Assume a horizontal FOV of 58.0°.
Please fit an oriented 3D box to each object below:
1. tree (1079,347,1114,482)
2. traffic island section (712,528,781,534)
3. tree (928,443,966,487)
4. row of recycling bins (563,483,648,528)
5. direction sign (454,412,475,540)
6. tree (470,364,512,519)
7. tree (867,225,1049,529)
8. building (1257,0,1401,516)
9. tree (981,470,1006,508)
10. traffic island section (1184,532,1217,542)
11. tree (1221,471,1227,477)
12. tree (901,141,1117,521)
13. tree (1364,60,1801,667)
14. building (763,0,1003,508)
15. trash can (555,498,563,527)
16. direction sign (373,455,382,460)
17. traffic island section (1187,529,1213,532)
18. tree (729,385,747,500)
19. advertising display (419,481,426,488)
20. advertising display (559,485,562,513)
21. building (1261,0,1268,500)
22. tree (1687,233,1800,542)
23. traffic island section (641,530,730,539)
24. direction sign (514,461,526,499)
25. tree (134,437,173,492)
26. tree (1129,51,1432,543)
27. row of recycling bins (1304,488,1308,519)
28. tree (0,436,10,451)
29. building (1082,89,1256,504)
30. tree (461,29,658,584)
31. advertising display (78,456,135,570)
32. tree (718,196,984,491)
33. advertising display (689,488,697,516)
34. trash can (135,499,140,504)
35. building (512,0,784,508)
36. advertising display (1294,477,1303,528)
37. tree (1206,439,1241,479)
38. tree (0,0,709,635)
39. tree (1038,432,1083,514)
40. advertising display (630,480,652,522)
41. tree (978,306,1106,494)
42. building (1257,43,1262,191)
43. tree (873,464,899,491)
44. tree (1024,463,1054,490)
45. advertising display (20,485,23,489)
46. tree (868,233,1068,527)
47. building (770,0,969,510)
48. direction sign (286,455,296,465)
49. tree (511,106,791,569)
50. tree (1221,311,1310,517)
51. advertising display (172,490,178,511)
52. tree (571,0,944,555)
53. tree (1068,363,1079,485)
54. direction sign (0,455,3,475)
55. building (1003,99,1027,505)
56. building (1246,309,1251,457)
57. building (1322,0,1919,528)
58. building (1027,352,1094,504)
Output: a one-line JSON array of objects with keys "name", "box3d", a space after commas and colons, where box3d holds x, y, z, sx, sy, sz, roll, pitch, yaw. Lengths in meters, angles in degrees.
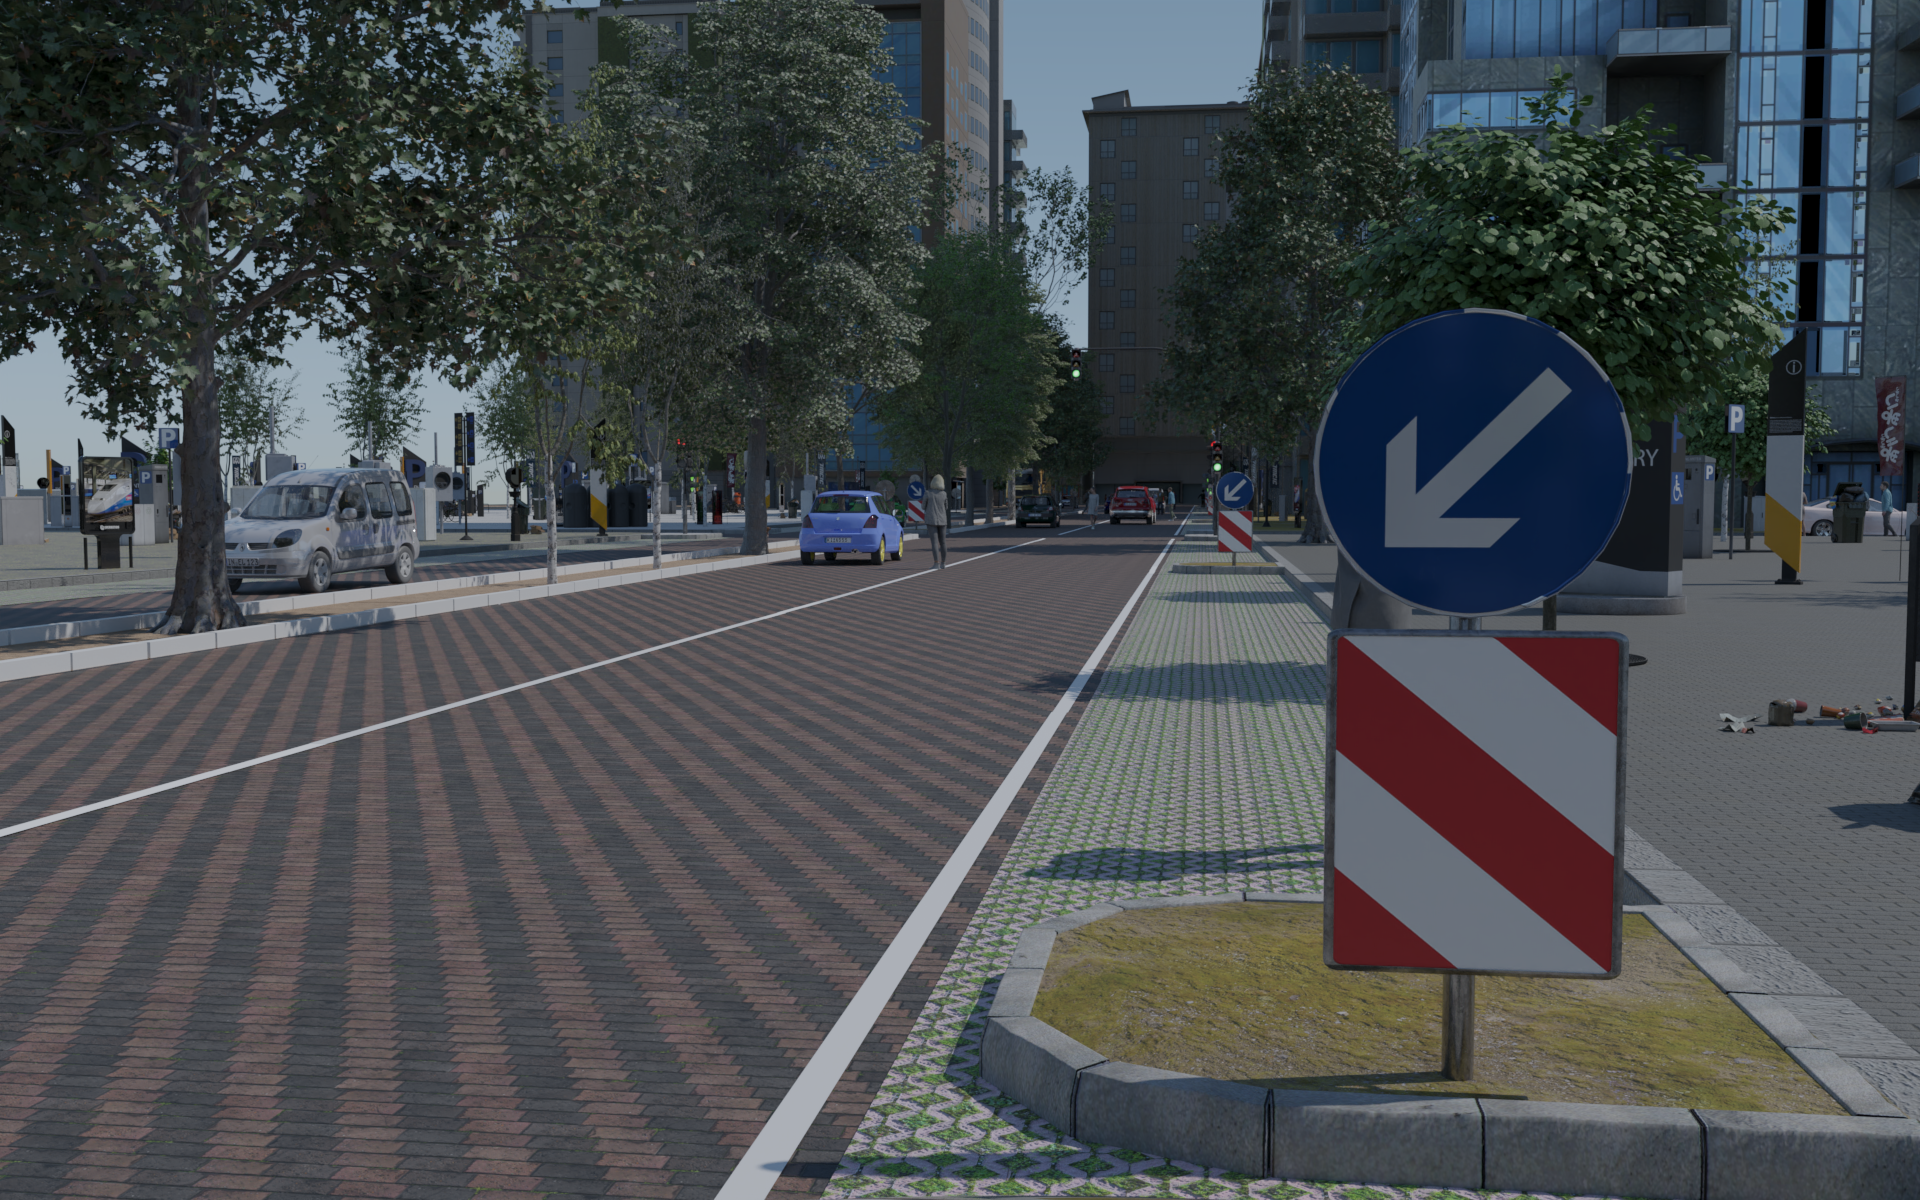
[{"name": "tree", "box3d": [6.574, -12.078, 118.065, 7.486, 12.596, 7.792, 0, 3, 0]}, {"name": "traffic island section", "box3d": [-7.777, -2.538, 63.778, 2.009, 0.180, 2.903, 0, 4, 8]}, {"name": "tree", "box3d": [-0.879, -11.313, 135.328, 4.360, 8.622, 3.978, 0, 3, 0]}, {"name": "row of recycling bins", "box3d": [-13.598, -3.646, 66.719, 3.534, 1.692, 1.069, -3, 5, -43]}, {"name": "direction sign", "box3d": [-13.742, -3.432, 48.112, 0.876, 3.537, 0.379, 3, 4, 38]}, {"name": "tree", "box3d": [-23.592, -8.549, 90.136, 4.360, 8.622, 3.978, 0, 3, 0]}, {"name": "tree", "box3d": [-0.428, -8.433, 66.092, 9.928, 11.665, 9.643, 0, 3, 0]}, {"name": "building", "box3d": [31.245, -30.182, 113.080, 23.786, 49.044, 30.456, 0, 4, 8]}, {"name": "tree", "box3d": [3.613, -10.735, 159.232, 4.285, 4.588, 4.351, 0, 3, 0]}, {"name": "traffic island section", "box3d": [7.943, -1.911, 53.518, 2.009, 0.180, 2.903, 0, 4, 8]}, {"name": "tree", "box3d": [6.478, -2.471, 24.109, 4.285, 4.588, 4.351, 0, 3, 0]}, {"name": "tree", "box3d": [1.673, -14.370, 93.295, 12.611, 20.169, 13.585, 0, 3, 0]}, {"name": "tree", "box3d": [4.558, -1.815, 13.388, 4.285, 4.588, 4.351, 0, 3, 0]}, {"name": "building", "box3d": [-7.855, -38.250, 167.389, 21.231, 58.520, 28.212, 0, 4, 8]}, {"name": "trash can", "box3d": [-15.664, -3.419, 67.557, 0.748, 1.137, 0.748, 0, 3, 0]}, {"name": "direction sign", "box3d": [-33.446, -6.573, 99.472, 0.379, 3.537, 0.876, 2, 4, 32]}, {"name": "traffic island section", "box3d": [9.050, -2.394, 61.426, 2.009, 0.180, 2.903, 0, 4, 8]}, {"name": "tree", "box3d": [-13.020, -8.141, 83.473, 4.737, 8.622, 4.395, 0, 3, 0]}, {"name": "advertising display", "box3d": [-26.566, -4.978, 86.611, 0.974, 1.923, 0.123, 0, 4, 2]}, {"name": "advertising display", "box3d": [-26.474, -6.806, 116.484, 0.974, 1.923, 0.123, 0, 4, -5]}, {"name": "building", "box3d": [31.722, -28.067, 142.484, 14.154, 41.232, 14.086, 0, 4, 8]}, {"name": "tree", "box3d": [20.602, -5.895, 46.746, 4.737, 8.622, 4.395, 0, 3, 0]}, {"name": "traffic island section", "box3d": [-8.884, -2.054, 55.870, 2.009, 0.180, 2.903, 0, 4, 8]}, {"name": "direction sign", "box3d": [-29.954, -7.708, 118.021, 0.876, 3.537, 0.379, 0, 4, 5]}, {"name": "tree", "box3d": [-24.035, -3.528, 52.279, 1.663, 3.219, 1.824, 0, 3, 0]}, {"name": "tree", "box3d": [9.241, -7.844, 45.256, 9.611, 12.733, 9.660, 0, 3, 0]}, {"name": "row of recycling bins", "box3d": [18.184, -4.895, 87.140, 1.069, 1.692, 3.534, 0, 4, -5]}, {"name": "tree", "box3d": [-15.995, -1.973, 26.861, 1.663, 3.219, 1.824, 0, 3, 0]}, {"name": "building", "box3d": [31.057, -39.386, 233.198, 27.495, 52.752, 28.713, 0, 4, 8]}, {"name": "tree", "box3d": [-6.435, -4.529, 26.869, 4.737, 8.622, 4.395, 0, 3, 0]}, {"name": "advertising display", "box3d": [-14.619, -1.498, 29.699, 0.123, 1.923, 0.974, 2, 4, 29]}, {"name": "tree", "box3d": [-3.357, -6.957, 50.624, 8.767, 10.594, 7.601, 0, 4, 8]}, {"name": "advertising display", "box3d": [-15.935, -5.999, 103.304, 0.123, 1.923, 0.974, -2, 4, -29]}, {"name": "trash can", "box3d": [-22.665, -2.200, 47.630, 0.748, 1.137, 0.748, 0, 3, 0]}, {"name": "building", "box3d": [-37.418, -40.667, 206.897, 28.212, 58.520, 21.231, 0, 4, 8]}, {"name": "advertising display", "box3d": [12.770, -3.682, 65.419, 0.123, 1.923, 0.974, 0, 4, -2]}, {"name": "tree", "box3d": [30.777, -15.367, 201.615, 4.360, 8.622, 3.978, 0, 3, 0]}, {"name": "tree", "box3d": [-7.842, -6.010, 17.735, 9.611, 12.733, 9.660, 0, 3, 0]}, {"name": "tree", "box3d": [7.253, -10.491, 124.350, 4.737, 8.622, 4.395, 0, 3, 0]}, {"name": "advertising display", "box3d": [-14.698, -4.558, 79.735, 0.974, 1.923, 0.123, 0, 4, -8]}, {"name": "tree", "box3d": [4.573, -11.312, 104.417, 9.611, 12.733, 9.660, 0, 3, 0]}, {"name": "building", "box3d": [39.092, -31.133, 163.647, 22.147, 44.769, 28.867, 0, 4, 8]}, {"name": "tree", "box3d": [-4.698, -6.942, 108.106, 1.663, 3.219, 1.824, 0, 3, 0]}, {"name": "tree", "box3d": [9.251, -15.237, 199.493, 4.360, 8.622, 3.978, 0, 3, 0]}, {"name": "advertising display", "box3d": [-68.756, -7.420, 126.528, 0.123, 1.923, 0.974, 0, 4, 5]}, {"name": "tree", "box3d": [0.365, -9.434, 74.829, 7.486, 12.596, 7.792, 0, 3, 0]}, {"name": "building", "box3d": [-7.073, -30.349, 146.310, 14.600, 45.320, 14.200, 0, 4, 8]}, {"name": "direction sign", "box3d": [-38.876, -6.636, 100.497, 0.379, 3.537, 0.876, 2, 4, 35]}, {"name": "tree", "box3d": [-5.763, -4.907, 33.041, 4.360, 8.622, 3.978, 0, 3, 0]}, {"name": "tree", "box3d": [16.281, -10.411, 95.973, 9.928, 11.665, 9.643, 0, 3, 0]}, {"name": "advertising display", "box3d": [-50.131, -6.446, 110.608, 0.123, 1.923, 0.974, 0, 4, -6]}, {"name": "tree", "box3d": [-4.818, -8.025, 40.324, 9.857, 13.997, 8.962, 0, 3, 0]}, {"name": "tree", "box3d": [1.351, -9.893, 82.336, 7.486, 12.596, 7.792, 0, 3, 0]}, {"name": "direction sign", "box3d": [-55.586, -6.646, 100.660, 0.876, 3.537, 0.379, -1, 4, -17]}, {"name": "building", "box3d": [-7.835, -35.610, 201.832, 30.456, 49.044, 23.786, 0, 4, 8]}, {"name": "building", "box3d": [40.202, -26.223, 200.440, 14.160, 30.474, 14.107, 0, 4, 8]}, {"name": "building", "box3d": [30.433, -46.294, 69.581, 31.000, 86.520, 22.319, 0, 4, 8]}, {"name": "building", "box3d": [3.128, -24.035, 238.018, 28.899, 21.520, 27.650, 0, 4, 8]}]
